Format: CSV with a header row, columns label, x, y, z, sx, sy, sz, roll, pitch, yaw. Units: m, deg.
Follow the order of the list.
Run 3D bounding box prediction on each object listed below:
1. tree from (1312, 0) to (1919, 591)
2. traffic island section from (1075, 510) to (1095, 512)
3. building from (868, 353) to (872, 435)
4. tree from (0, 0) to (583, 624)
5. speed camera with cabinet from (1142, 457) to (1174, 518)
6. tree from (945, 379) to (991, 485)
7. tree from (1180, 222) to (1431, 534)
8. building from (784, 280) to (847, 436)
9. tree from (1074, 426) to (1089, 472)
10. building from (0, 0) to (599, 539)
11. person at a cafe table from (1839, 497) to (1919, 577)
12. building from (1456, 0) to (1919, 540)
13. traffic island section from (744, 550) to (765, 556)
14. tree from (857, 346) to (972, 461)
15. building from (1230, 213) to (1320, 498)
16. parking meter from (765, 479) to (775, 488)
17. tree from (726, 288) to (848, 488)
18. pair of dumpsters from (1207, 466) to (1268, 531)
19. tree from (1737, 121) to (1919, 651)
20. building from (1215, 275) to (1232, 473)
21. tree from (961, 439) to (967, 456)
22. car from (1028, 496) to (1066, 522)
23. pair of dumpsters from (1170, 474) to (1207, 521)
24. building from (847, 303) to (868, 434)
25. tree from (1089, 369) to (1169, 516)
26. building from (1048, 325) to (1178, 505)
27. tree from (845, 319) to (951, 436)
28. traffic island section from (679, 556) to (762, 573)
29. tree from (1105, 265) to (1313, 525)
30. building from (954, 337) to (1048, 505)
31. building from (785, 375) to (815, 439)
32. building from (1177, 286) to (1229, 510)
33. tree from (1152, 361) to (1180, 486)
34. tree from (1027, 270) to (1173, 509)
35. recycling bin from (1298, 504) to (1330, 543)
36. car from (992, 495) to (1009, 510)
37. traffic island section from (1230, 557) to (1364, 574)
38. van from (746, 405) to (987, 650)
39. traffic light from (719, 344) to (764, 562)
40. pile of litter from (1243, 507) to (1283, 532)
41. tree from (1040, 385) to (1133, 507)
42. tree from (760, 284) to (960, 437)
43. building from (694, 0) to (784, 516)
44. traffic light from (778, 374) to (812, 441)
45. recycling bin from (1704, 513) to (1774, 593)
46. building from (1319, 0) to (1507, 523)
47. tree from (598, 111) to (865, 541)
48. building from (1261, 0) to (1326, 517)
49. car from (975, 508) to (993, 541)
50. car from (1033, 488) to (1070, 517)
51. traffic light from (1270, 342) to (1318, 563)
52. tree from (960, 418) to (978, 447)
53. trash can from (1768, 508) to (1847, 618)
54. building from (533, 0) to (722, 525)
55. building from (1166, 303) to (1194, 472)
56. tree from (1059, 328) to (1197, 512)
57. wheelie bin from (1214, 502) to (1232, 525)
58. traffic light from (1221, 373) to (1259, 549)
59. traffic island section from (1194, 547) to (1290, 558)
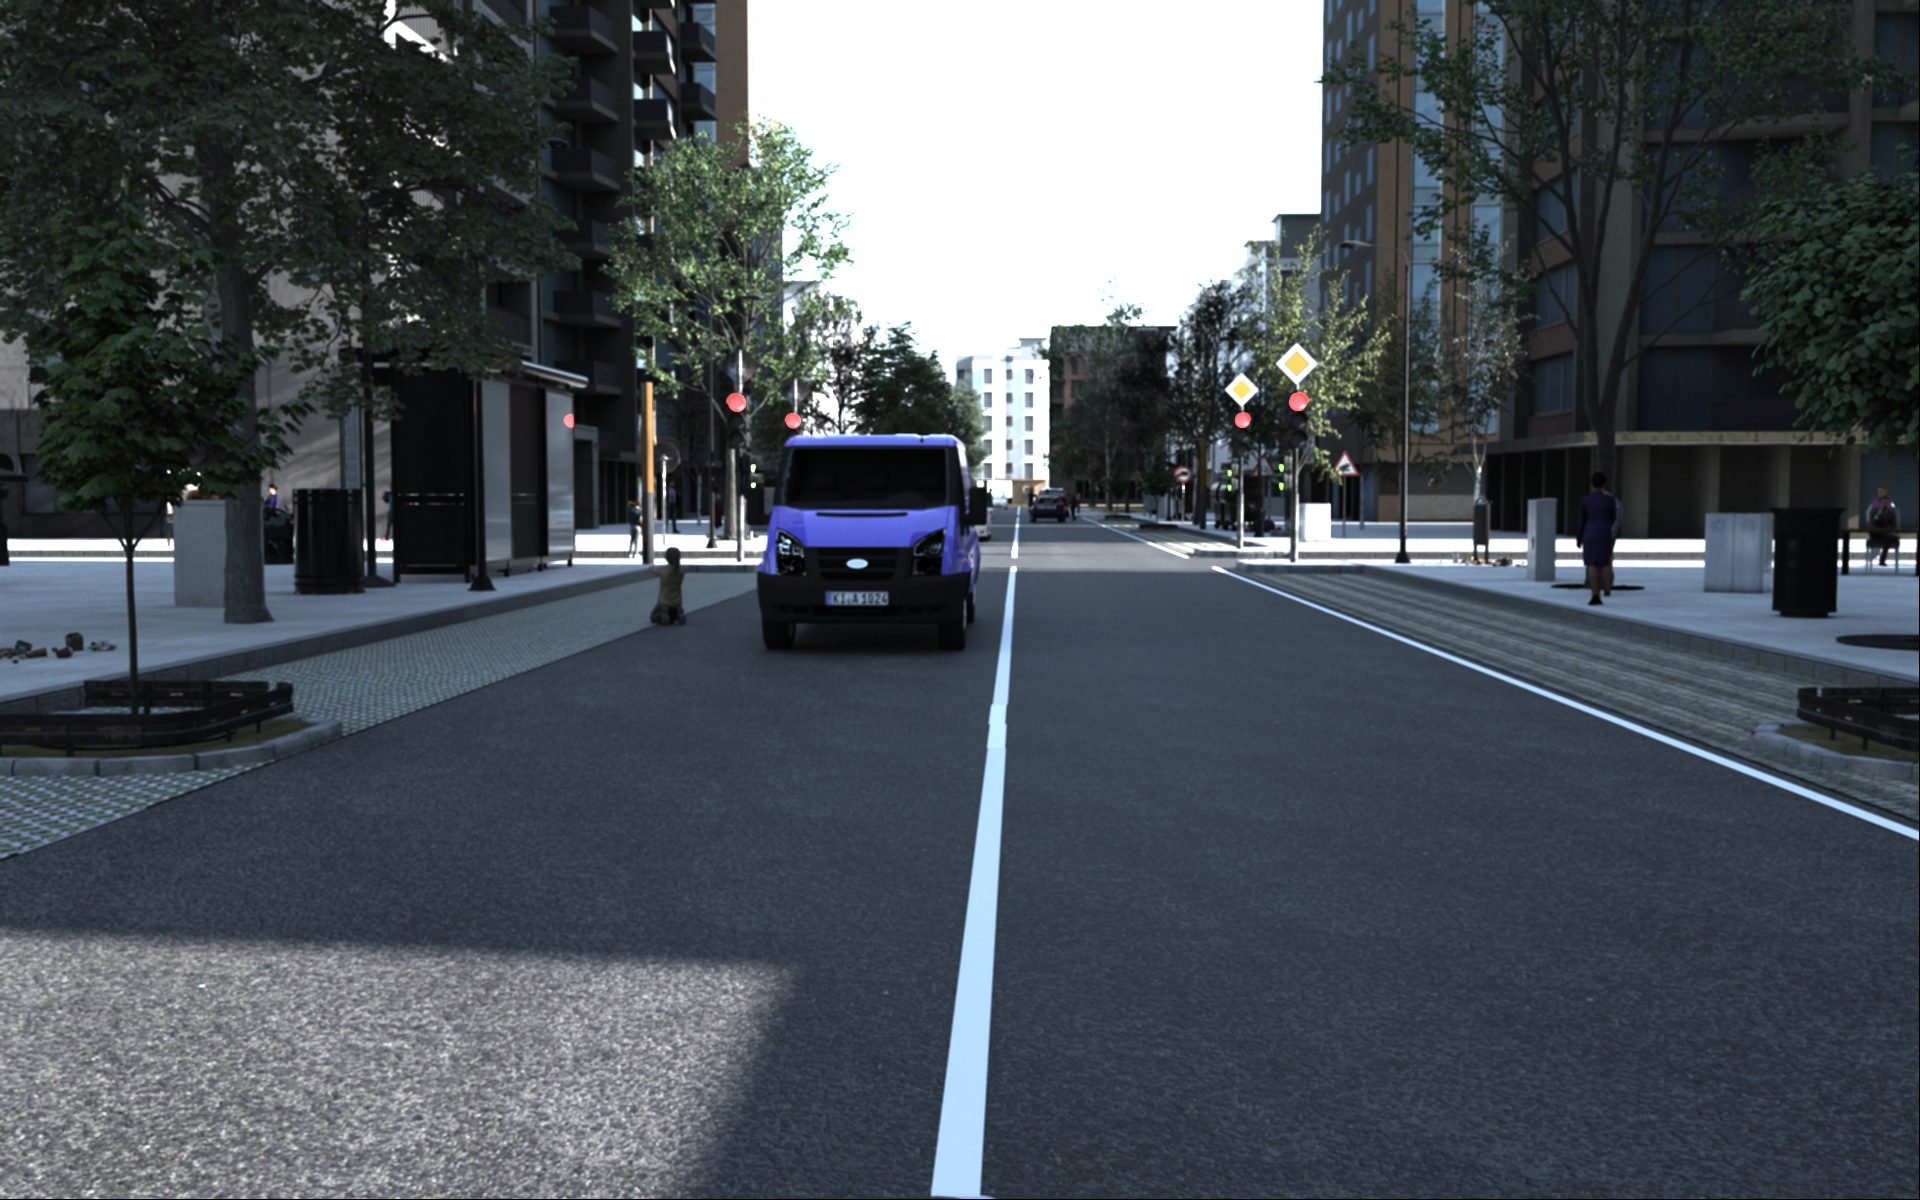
label,x,y,z,sx,sy,sz,roll,pitch,yaw
tree,8.600,-5.944,22.935,9.928,11.665,9.643,0,3,0
traffic island section,10.064,-7.290,142.060,1.991,0.108,1.994,0,4,2
building,-14.986,-19.615,177.127,11.380,20.091,16.016,0,4,2
tree,-7.539,-6.035,16.802,7.486,12.596,7.792,0,3,0
speed camera with cabinet,10.656,-6.007,92.558,2.038,3.252,0.660,-3,4,-38
tree,-1.062,-17.271,189.039,9.857,13.997,8.962,0,3,0
tree,9.290,-5.911,47.011,4.737,8.622,4.395,0,3,0
building,-18.638,-18.017,150.998,16.016,20.091,11.380,0,4,2
tree,14.457,-14.571,188.598,4.360,8.622,3.978,0,3,0
building,-23.634,-37.871,57.437,20.563,71.187,20.611,0,4,2
person at a cafe table,14.826,-1.036,27.805,1.698,1.238,1.726,2,4,30
building,32.064,-24.602,56.862,28.867,44.769,22.147,0,4,2
traffic island section,-3.882,-1.125,40.667,2.009,0.180,2.903,0,4,2
tree,-3.392,-13.238,133.444,9.611,12.733,9.660,0,3,0
building,28.094,-16.259,122.257,16.016,20.091,11.380,0,4,2
parking meter,-7.424,-3.787,67.623,0.255,1.863,0.399,-2,4,-34
tree,-6.025,-6.773,61.101,4.737,8.622,4.395,0,3,0
pair of dumpsters,9.916,-3.613,61.569,1.574,2.255,4.437,0,4,2
tree,8.343,-1.891,14.637,4.285,4.588,4.351,0,3,0
building,28.094,-16.984,134.110,16.016,20.091,11.380,0,4,2
tree,-1.535,-13.743,175.060,4.360,8.622,3.978,0,3,0
car,4.481,-4.672,88.972,1.945,1.354,3.894,0,4,0
pair of dumpsters,11.357,-5.098,85.844,1.574,2.255,4.437,0,4,2
building,-17.431,-18.710,162.322,16.016,20.091,11.380,0,4,2
tree,10.564,-9.163,100.175,4.360,8.622,3.978,0,3,0
building,27.691,-22.998,219.992,32.646,21.610,27.936,0,4,2
tree,-4.155,-11.867,112.155,7.486,12.596,7.792,0,3,0
traffic island section,-4.160,-0.636,32.687,2.009,0.180,2.903,0,4,2
tree,9.924,-8.365,71.183,8.767,10.594,7.601,-2,4,-26
building,5.092,-21.923,214.865,11.380,20.091,16.016,0,4,2
building,-15.384,-11.582,131.505,9.099,9.664,28.070,0,4,2
building,29.389,-17.694,155.755,16.747,18.905,31.486,0,4,2
tree,10.755,-7.896,79.458,4.737,8.622,4.395,0,3,0
tree,12.130,-17.947,149.320,12.611,20.169,13.585,0,3,0
recycling bin,9.378,-2.045,45.993,0.722,1.027,0.722,0,4,-5
car,3.505,-9.094,161.046,2.083,1.381,4.827,0,4,2
traffic island section,6.255,-0.614,32.320,2.009,0.180,2.903,0,4,2
van,-0.814,-0.815,17.705,2.240,2.365,5.245,0,4,2
traffic light,-4.121,-2.668,32.551,0.839,4.253,0.868,0,4,2
pile of litter,10.108,-2.712,58.306,1.719,0.858,1.176,3,5,42
tree,13.420,-15.876,176.583,9.611,12.733,9.660,0,3,0
tree,-5.898,-8.783,78.018,8.767,10.594,7.601,3,4,38
building,-18.643,-27.859,105.605,14.600,45.320,14.200,0,4,2
traffic light,-3.843,-3.157,40.531,0.839,4.253,0.868,0,4,2
recycling bin,10.246,-0.626,22.789,0.722,1.027,0.722,2,4,34
building,25.518,-26.455,82.650,14.600,45.320,14.200,0,4,2
tree,-6.177,-7.433,47.277,9.928,11.665,9.643,0,3,0
building,34.581,-25.085,102.021,32.217,40.220,23.993,0,4,2
car,0.012,-2.543,53.945,2.083,1.381,4.827,0,4,3
car,5.741,-6.087,108.201,2.281,1.827,5.304,0,4,1
traffic light,6.215,-2.648,32.208,0.839,4.253,0.868,0,4,2
tree,-2.521,-13.314,152.094,7.601,10.594,8.767,2,4,26
trash can,8.840,-0.395,18.105,0.748,1.137,0.748,0,3,0
building,-23.887,-26.221,83.331,22.147,44.769,28.867,0,4,2
building,29.308,-19.628,177.330,16.016,20.091,11.380,0,4,2
tree,12.422,-13.249,126.995,12.009,13.543,11.850,0,3,0
wheelie bin,10.767,-3.854,70.913,0.980,1.594,0.693,-1,4,-16
traffic light,6.493,-3.136,40.188,0.839,4.253,0.868,0,4,2
traffic island section,6.533,-1.102,40.301,2.009,0.180,2.903,0,4,2
